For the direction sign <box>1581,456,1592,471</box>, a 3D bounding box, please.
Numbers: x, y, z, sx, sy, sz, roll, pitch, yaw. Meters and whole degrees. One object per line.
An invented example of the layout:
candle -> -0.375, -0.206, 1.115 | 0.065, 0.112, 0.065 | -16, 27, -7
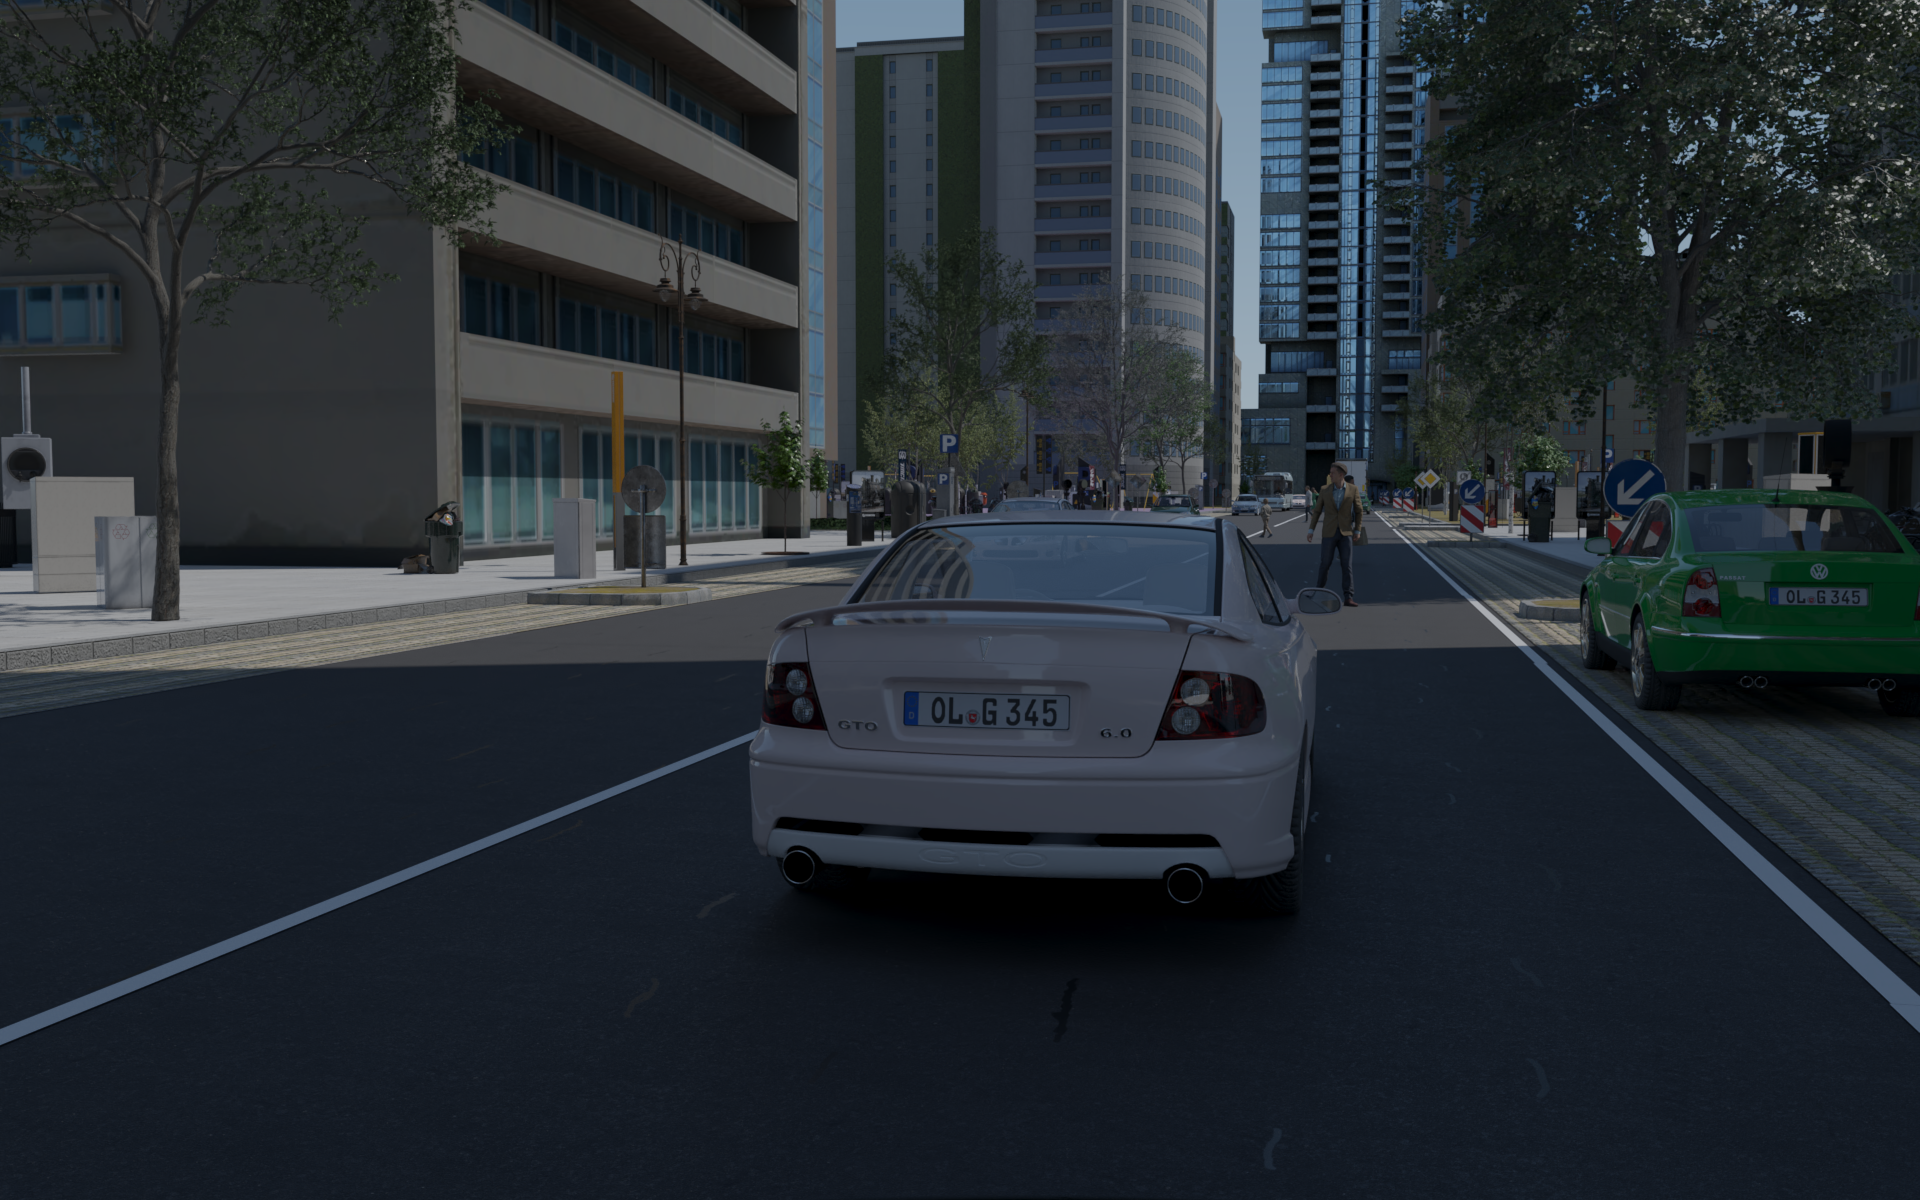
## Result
direction sign -> 37.203, -6.783, 102.898 | 0.379, 3.537, 0.876 | -2, 4, -24

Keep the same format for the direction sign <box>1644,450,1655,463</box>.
direction sign -> 35.627, -5.946, 89.215 | 0.876, 3.537, 0.379 | 3, 5, 41

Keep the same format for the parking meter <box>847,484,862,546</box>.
parking meter -> -2.611, -2.101, 42.757 | 0.372, 1.533, 0.369 | 0, 3, 0

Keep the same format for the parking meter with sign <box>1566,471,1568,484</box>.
parking meter with sign -> 47.520, -8.370, 133.112 | 1.738, 3.016, 0.543 | 1, 4, 22

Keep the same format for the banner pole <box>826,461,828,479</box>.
banner pole -> -10.088, -8.645, 131.365 | 0.401, 3.779, 0.863 | 0, 4, -3

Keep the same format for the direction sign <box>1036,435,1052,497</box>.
direction sign -> 3.259, -4.593, 67.097 | 0.379, 3.537, 0.876 | -3, 4, -38

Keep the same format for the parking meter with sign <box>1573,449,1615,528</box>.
parking meter with sign -> 24.186, -4.264, 65.975 | 1.738, 3.016, 0.543 | -3, 4, -37

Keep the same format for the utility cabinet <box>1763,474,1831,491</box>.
utility cabinet -> 9.340, -0.654, 19.376 | 1.173, 1.500, 0.318 | -3, 5, -44

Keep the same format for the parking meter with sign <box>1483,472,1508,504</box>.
parking meter with sign -> 34.324, -7.056, 111.631 | 1.738, 3.016, 0.543 | 2, 4, 25

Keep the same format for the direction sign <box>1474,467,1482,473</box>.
direction sign -> 42.389, -9.191, 142.274 | 0.876, 3.537, 0.379 | 0, 4, 4

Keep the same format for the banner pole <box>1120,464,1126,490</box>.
banner pole -> 11.764, -8.372, 126.892 | 0.863, 3.779, 0.401 | 0, 4, -3

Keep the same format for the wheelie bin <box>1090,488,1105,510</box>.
wheelie bin -> 6.792, -4.751, 85.587 | 0.693, 1.594, 0.980 | 1, 4, 8

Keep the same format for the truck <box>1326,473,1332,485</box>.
truck -> 35.682, -10.118, 161.346 | 3.469, 3.379, 9.791 | 1, 4, 14

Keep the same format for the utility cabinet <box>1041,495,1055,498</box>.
utility cabinet -> 4.033, -4.418, 83.403 | 1.020, 1.237, 0.306 | 2, 4, 25

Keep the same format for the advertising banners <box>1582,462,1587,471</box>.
advertising banners -> 33.531, -6.015, 94.537 | 0.090, 3.025, 2.074 | -2, 4, -26

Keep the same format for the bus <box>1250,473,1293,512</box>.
bus -> 26.154, -9.162, 144.656 | 2.948, 3.499, 13.247 | 1, 4, 14

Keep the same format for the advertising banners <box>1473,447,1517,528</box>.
advertising banners -> 20.177, -4.244, 65.576 | 0.090, 3.025, 2.074 | -2, 4, -27

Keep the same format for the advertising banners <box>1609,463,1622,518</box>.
advertising banners -> 35.349, -5.929, 93.128 | 2.074, 3.025, 0.090 | -3, 5, -40

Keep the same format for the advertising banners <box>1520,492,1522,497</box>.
advertising banners -> 37.260, -7.345, 116.276 | 2.074, 3.025, 0.090 | -2, 4, -27

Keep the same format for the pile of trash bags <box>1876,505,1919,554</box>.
pile of trash bags -> 17.923, -1.277, 30.625 | 3.447, 1.369, 1.912 | 1, 4, 20

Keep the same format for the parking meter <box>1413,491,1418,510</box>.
parking meter -> 36.783, -8.036, 139.795 | 0.372, 1.533, 0.369 | 0, 3, 0

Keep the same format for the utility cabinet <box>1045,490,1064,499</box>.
utility cabinet -> 5.150, -5.280, 95.005 | 0.318, 1.500, 1.173 | -3, 5, -44

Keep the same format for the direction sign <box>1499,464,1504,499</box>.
direction sign -> 41.344, -8.544, 131.696 | 0.876, 3.537, 0.379 | -1, 4, -20

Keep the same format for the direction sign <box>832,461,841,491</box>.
direction sign -> -7.433, -6.716, 101.805 | 0.379, 3.537, 0.876 | 0, 4, 5

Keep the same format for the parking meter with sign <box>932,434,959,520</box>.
parking meter with sign -> -0.448, -3.264, 49.624 | 0.543, 3.016, 1.738 | 1, 4, 9

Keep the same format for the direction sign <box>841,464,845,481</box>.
direction sign -> -9.031, -8.429, 129.804 | 0.876, 3.537, 0.379 | -1, 4, -14

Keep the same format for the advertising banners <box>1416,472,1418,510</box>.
advertising banners -> 35.828, -8.545, 135.901 | 0.090, 3.025, 2.074 | 1, 4, 19

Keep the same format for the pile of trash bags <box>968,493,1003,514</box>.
pile of trash bags -> 0.818, -5.369, 97.538 | 3.447, 1.369, 1.912 | 1, 4, 20

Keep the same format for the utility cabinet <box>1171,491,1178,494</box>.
utility cabinet -> 18.057, -8.521, 148.000 | 1.173, 1.500, 0.318 | -2, 4, -26

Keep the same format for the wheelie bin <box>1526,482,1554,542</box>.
wheelie bin -> 15.426, -2.334, 46.075 | 0.693, 1.594, 0.980 | 1, 4, 17

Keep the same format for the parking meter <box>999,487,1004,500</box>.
parking meter -> 3.371, -8.157, 139.085 | 0.255, 1.863, 0.399 | -3, 5, -39

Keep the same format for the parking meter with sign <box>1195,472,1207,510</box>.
parking meter with sign -> 19.328, -8.786, 139.905 | 0.543, 3.016, 1.738 | -1, 4, -17

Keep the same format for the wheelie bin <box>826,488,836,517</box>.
wheelie bin -> -7.074, -5.210, 93.097 | 0.693, 1.594, 0.980 | -3, 4, -36

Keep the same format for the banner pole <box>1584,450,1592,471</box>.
banner pole -> 35.380, -6.578, 97.574 | 0.401, 3.779, 0.863 | -1, 4, -14

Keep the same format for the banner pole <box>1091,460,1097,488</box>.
banner pole -> 10.000, -8.494, 128.894 | 0.401, 3.779, 0.863 | 3, 5, 40

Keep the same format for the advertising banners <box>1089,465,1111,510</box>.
advertising banners -> 8.564, -6.717, 106.011 | 2.074, 3.025, 0.090 | -3, 5, -45

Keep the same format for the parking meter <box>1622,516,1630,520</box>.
parking meter -> 30.309, -4.302, 78.746 | 0.372, 1.533, 0.369 | 0, 3, 0

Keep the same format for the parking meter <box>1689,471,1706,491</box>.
parking meter -> 18.883, -2.364, 44.364 | 0.399, 1.863, 0.255 | 1, 4, 20

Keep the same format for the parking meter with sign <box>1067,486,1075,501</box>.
parking meter with sign -> 9.919, -9.679, 154.513 | 1.738, 3.016, 0.543 | 1, 4, 18

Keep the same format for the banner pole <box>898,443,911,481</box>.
banner pole -> -2.687, -5.809, 84.987 | 0.863, 3.779, 0.401 | -2, 4, -31

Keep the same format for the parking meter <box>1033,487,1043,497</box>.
parking meter -> 2.987, -3.545, 66.376 | 0.372, 1.533, 0.369 | 0, 3, 0

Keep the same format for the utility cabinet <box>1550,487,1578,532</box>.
utility cabinet -> 19.820, -2.975, 57.322 | 1.173, 1.500, 0.318 | 0, 4, -1

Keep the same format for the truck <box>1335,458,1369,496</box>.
truck -> 31.944, -9.318, 141.266 | 2.839, 4.237, 11.283 | 1, 4, 13

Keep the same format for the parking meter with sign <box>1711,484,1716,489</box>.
parking meter with sign -> 54.741, -7.957, 126.353 | 1.738, 3.016, 0.543 | 3, 5, 44

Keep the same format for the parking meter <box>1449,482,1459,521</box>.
parking meter -> 23.177, -4.621, 81.270 | 0.399, 1.863, 0.255 | -2, 4, -29
